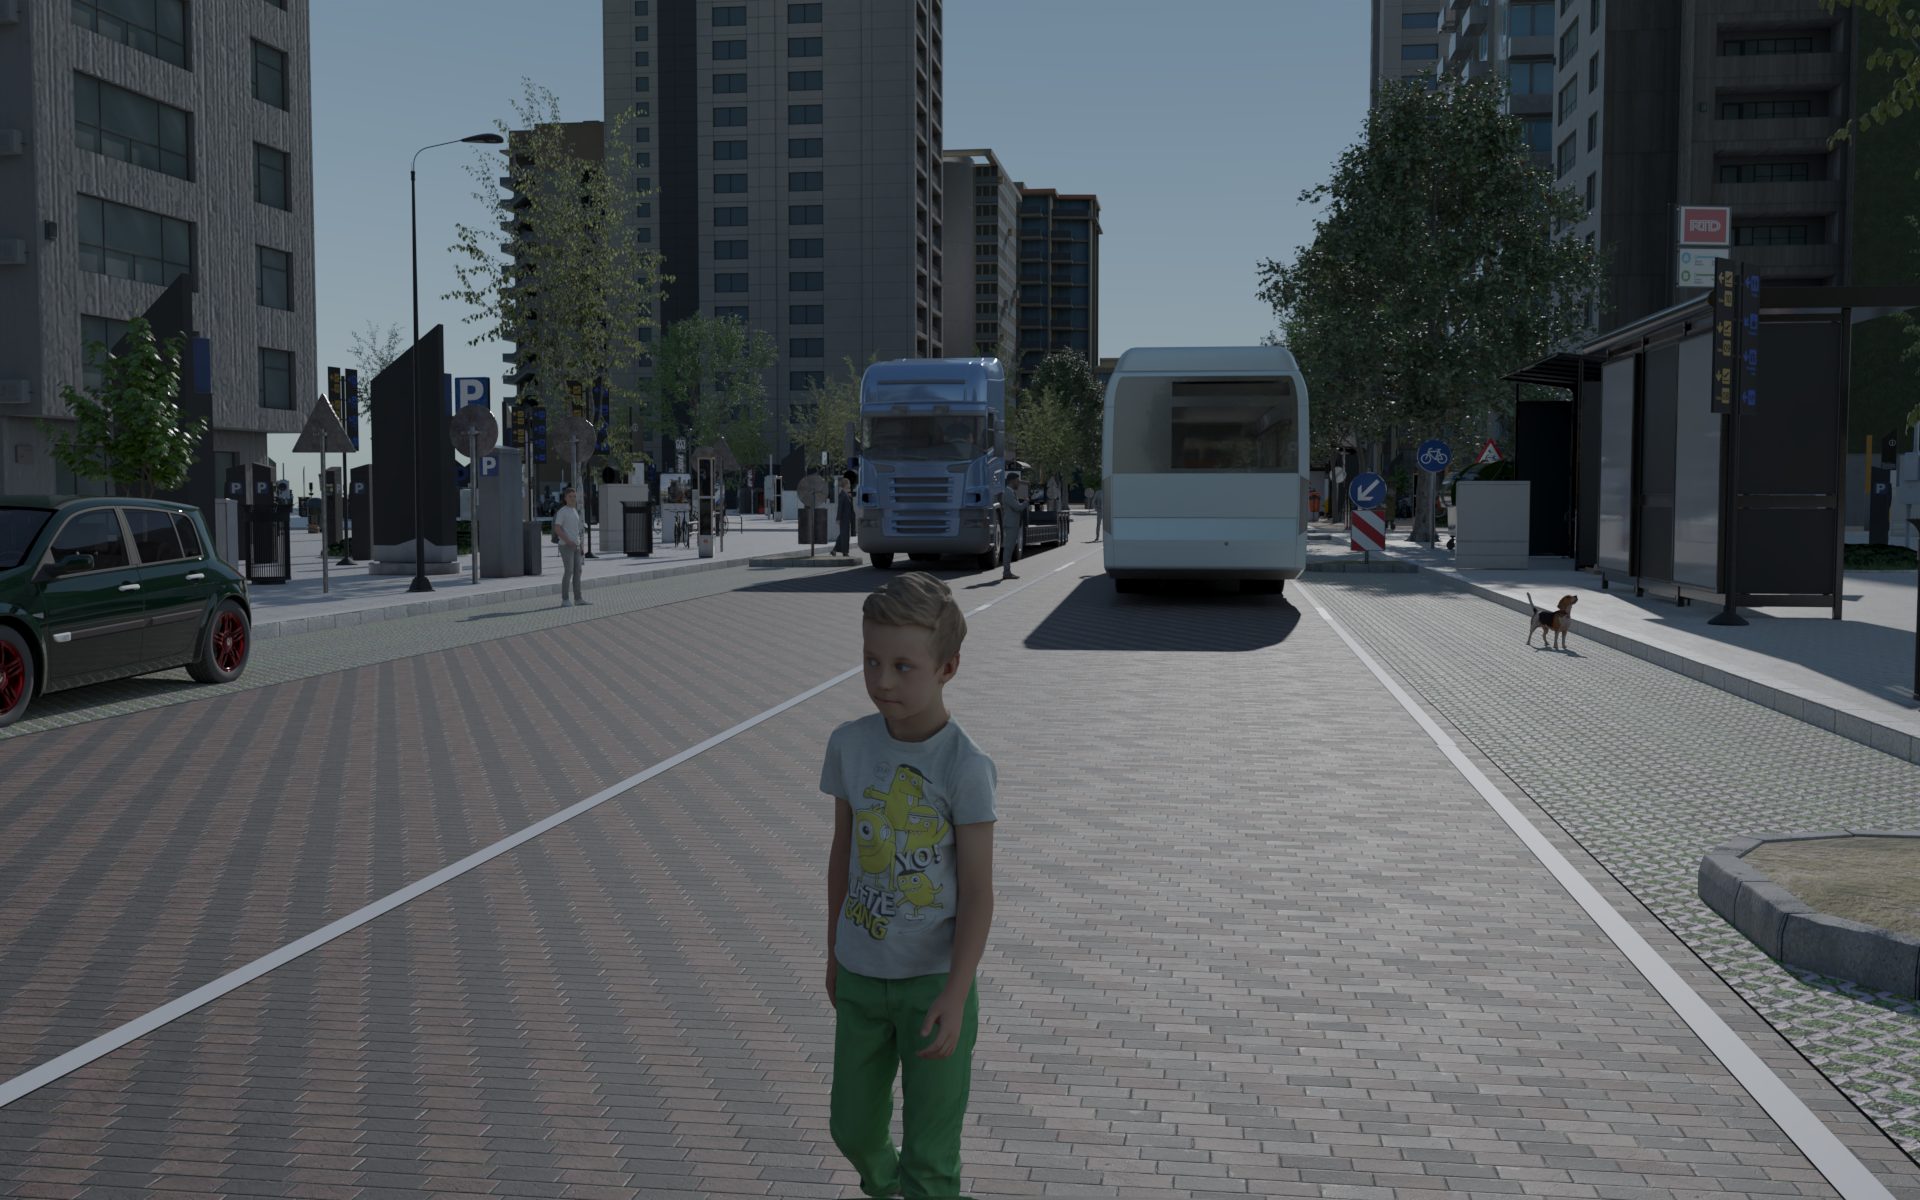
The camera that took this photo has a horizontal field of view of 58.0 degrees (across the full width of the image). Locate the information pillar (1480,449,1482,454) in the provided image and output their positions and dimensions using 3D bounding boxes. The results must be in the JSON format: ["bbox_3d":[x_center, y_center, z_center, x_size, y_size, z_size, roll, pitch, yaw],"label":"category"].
[{"bbox_3d":[23.679,-5.319,78.315,0.183,3.616,0.504,-3,5,-45],"label":"information pillar"}]

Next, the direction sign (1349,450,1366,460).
[{"bbox_3d":[20.398,-5.927,88.896,0.876,3.537,0.379,1,4,16],"label":"direction sign"}]

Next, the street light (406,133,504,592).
[{"bbox_3d":[-6.560,-3.057,22.529,1.470,5.913,1.316,1,4,8],"label":"street light"}]

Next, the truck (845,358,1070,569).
[{"bbox_3d":[0.555,-3.082,40.149,2.967,4.110,18.799,1,4,8],"label":"truck"}]

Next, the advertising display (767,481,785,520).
[{"bbox_3d":[-9.264,-5.016,87.224,0.974,1.923,0.123,1,4,17],"label":"advertising display"}]

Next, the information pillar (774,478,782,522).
[{"bbox_3d":[-8.415,-4.619,80.017,0.304,2.012,0.304,-1,4,-19],"label":"information pillar"}]

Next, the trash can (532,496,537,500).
[{"bbox_3d":[-27.609,-6.116,111.643,0.748,1.137,0.748,0,3,0],"label":"trash can"}]

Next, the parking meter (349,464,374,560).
[{"bbox_3d":[-11.588,-1.702,33.534,0.399,1.863,0.255,0,4,3],"label":"parking meter"}]

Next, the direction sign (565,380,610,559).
[{"bbox_3d":[-7.407,-2.601,34.526,0.876,3.537,0.379,0,4,0],"label":"direction sign"}]

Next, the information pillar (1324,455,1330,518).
[{"bbox_3d":[20.116,-6.302,94.391,0.504,3.616,0.183,2,4,28],"label":"information pillar"}]

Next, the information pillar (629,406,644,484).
[{"bbox_3d":[-8.658,-3.364,46.364,0.183,3.616,0.504,2,4,30],"label":"information pillar"}]

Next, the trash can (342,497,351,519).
[{"bbox_3d":[-30.941,-4.643,87.573,0.748,1.137,0.748,0,3,0],"label":"trash can"}]

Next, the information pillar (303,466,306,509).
[{"bbox_3d":[-55.173,-9.441,145.721,0.183,3.616,0.504,-1,4,-13],"label":"information pillar"}]

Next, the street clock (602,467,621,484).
[{"bbox_3d":[-9.182,-2.514,45.666,0.471,2.002,0.358,2,4,30],"label":"street clock"}]

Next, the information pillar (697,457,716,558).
[{"bbox_3d":[-5.092,-1.854,34.810,0.304,2.012,0.304,0,4,2],"label":"information pillar"}]

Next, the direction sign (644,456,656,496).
[{"bbox_3d":[-18.552,-6.749,102.337,0.876,3.537,0.379,-1,4,-15],"label":"direction sign"}]

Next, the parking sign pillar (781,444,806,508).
[{"bbox_3d":[-8.898,-6.378,92.757,1.447,3.967,1.447,1,4,13],"label":"parking sign pillar"}]

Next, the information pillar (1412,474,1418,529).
[{"bbox_3d":[16.489,-3.532,62.247,0.304,2.012,0.304,-2,4,-29],"label":"information pillar"}]

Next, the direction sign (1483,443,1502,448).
[{"bbox_3d":[23.703,-5.207,77.124,0.876,3.537,0.379,1,4,17],"label":"direction sign"}]

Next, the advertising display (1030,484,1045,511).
[{"bbox_3d":[4.791,-6.232,107.107,0.974,1.923,0.123,2,4,31],"label":"advertising display"}]

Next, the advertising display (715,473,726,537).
[{"bbox_3d":[-7.385,-2.870,52.135,0.123,1.923,0.974,2,4,27],"label":"advertising display"}]

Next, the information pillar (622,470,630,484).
[{"bbox_3d":[-10.307,-3.024,53.936,0.304,2.012,0.304,2,4,31],"label":"information pillar"}]

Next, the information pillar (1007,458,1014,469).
[{"bbox_3d":[3.279,-7.342,111.403,0.504,3.616,0.183,-2,4,-27],"label":"information pillar"}]

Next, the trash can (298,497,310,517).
[{"bbox_3d":[-36.268,-5.146,95.793,0.748,1.137,0.748,0,3,0],"label":"trash can"}]

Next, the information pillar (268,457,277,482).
[{"bbox_3d":[-42.732,-7.113,107.644,0.504,3.616,0.183,-2,4,-29],"label":"information pillar"}]

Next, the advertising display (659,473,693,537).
[{"bbox_3d":[-8.506,-2.853,51.861,0.974,1.923,0.123,0,4,-3],"label":"advertising display"}]

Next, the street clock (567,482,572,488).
[{"bbox_3d":[-24.178,-6.311,107.748,0.358,2.002,0.471,2,4,24],"label":"street clock"}]

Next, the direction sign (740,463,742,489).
[{"bbox_3d":[-16.219,-8.341,128.379,0.379,3.537,0.876,-1,4,-18],"label":"direction sign"}]

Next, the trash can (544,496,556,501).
[{"bbox_3d":[-26.555,-6.153,112.257,0.748,1.137,0.748,0,3,0],"label":"trash can"}]

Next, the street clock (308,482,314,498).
[{"bbox_3d":[-40.104,-6.268,107.058,0.358,2.002,0.471,-1,4,-21],"label":"street clock"}]

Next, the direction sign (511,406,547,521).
[{"bbox_3d":[-11.168,-3.238,44.933,0.876,3.537,0.379,-1,4,-23],"label":"direction sign"}]

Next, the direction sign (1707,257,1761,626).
[{"bbox_3d":[7.550,-1.524,16.915,0.876,3.537,0.379,-3,5,-40],"label":"direction sign"}]

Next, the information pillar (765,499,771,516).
[{"bbox_3d":[-11.348,-5.972,102.139,0.304,2.012,0.304,-1,4,-16],"label":"information pillar"}]

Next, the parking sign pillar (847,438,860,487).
[{"bbox_3d":[-4.490,-5.465,77.831,1.447,3.967,1.447,3,5,43],"label":"parking sign pillar"}]

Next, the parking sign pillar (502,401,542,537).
[{"bbox_3d":[-13.099,-3.831,51.108,1.447,3.967,1.447,0,4,2],"label":"parking sign pillar"}]

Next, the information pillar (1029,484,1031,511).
[{"bbox_3d":[4.939,-7.339,124.488,0.304,2.012,0.304,0,4,-6],"label":"information pillar"}]

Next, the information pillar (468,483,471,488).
[{"bbox_3d":[-33.831,-7.060,119.928,0.304,2.012,0.304,3,4,38],"label":"information pillar"}]

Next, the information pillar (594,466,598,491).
[{"bbox_3d":[-29.954,-9.247,142.542,0.183,3.616,0.504,-3,5,-43],"label":"information pillar"}]

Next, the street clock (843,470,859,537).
[{"bbox_3d":[-3.251,-2.904,52.048,0.471,2.002,0.358,2,4,26],"label":"street clock"}]

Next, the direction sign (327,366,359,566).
[{"bbox_3d":[-11.068,-2.395,31.158,0.379,3.537,0.876,1,4,14],"label":"direction sign"}]

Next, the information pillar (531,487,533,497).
[{"bbox_3d":[-31.629,-7.513,127.322,0.304,2.012,0.304,3,5,42],"label":"information pillar"}]

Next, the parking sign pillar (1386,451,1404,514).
[{"bbox_3d":[26.910,-7.277,107.452,1.447,3.967,1.447,-3,4,-37],"label":"parking sign pillar"}]

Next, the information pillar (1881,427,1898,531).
[{"bbox_3d":[32.422,-4.226,60.450,0.504,3.616,0.183,2,4,32],"label":"information pillar"}]

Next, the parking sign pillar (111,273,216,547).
[{"bbox_3d":[-9.953,-2.028,21.637,1.447,3.967,1.447,2,4,26],"label":"parking sign pillar"}]

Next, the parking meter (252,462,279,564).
[{"bbox_3d":[-12.804,-1.605,31.953,0.399,1.863,0.255,0,4,1],"label":"parking meter"}]

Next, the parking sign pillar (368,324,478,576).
[{"bbox_3d":[-8.791,-2.409,27.854,1.447,3.967,1.447,1,4,18],"label":"parking sign pillar"}]
